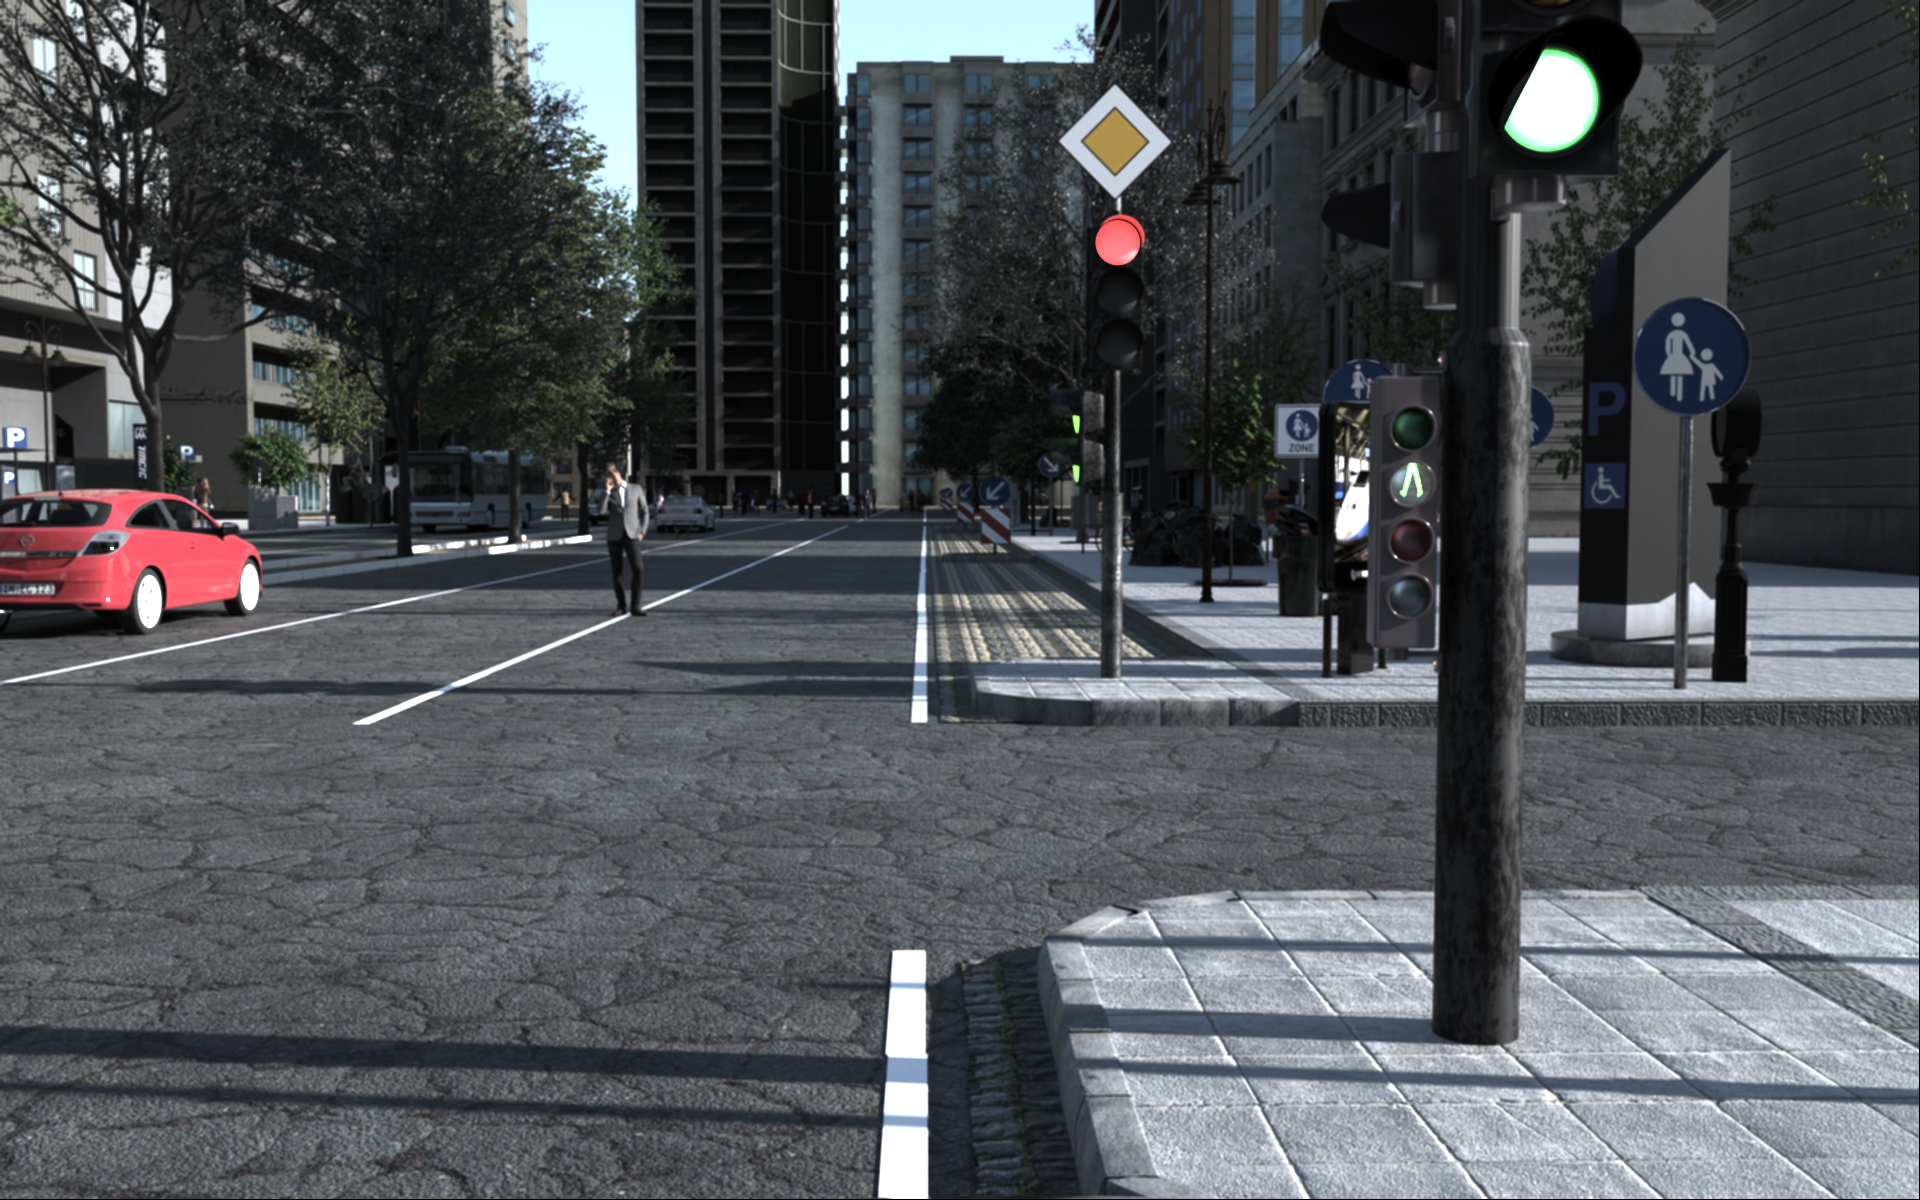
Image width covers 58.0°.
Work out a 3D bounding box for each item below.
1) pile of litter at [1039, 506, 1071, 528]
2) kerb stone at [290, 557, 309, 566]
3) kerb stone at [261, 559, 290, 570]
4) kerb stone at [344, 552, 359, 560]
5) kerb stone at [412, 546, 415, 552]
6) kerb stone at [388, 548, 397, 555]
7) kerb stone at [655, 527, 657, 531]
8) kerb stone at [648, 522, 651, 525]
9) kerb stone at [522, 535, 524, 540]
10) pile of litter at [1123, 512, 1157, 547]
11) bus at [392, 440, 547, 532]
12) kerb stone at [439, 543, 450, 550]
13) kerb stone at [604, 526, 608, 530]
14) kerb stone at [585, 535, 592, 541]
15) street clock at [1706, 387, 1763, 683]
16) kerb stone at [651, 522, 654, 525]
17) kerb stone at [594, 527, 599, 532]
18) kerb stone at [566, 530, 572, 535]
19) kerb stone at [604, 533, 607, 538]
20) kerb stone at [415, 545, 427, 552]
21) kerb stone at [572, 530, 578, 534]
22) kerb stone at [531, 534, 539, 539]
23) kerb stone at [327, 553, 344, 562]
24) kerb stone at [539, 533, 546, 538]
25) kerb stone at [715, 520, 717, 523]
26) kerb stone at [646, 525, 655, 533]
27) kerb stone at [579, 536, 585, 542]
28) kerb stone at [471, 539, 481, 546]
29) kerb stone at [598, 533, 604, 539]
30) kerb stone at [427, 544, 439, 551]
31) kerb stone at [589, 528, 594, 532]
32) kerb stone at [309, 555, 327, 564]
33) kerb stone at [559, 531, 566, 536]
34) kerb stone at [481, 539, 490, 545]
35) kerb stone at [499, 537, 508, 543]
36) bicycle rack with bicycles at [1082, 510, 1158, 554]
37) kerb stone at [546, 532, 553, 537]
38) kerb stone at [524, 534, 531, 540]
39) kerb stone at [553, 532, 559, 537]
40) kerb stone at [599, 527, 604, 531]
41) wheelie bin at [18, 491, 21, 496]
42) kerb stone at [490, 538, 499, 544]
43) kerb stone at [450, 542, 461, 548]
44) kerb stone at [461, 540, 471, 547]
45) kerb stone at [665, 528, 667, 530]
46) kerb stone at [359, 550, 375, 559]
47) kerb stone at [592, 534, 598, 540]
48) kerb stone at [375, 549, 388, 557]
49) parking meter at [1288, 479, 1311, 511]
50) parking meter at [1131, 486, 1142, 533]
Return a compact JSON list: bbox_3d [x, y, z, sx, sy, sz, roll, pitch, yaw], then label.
[{"bbox_3d":[3.754,-3.222,66.650,1.719,0.858,1.176,-2,4,-29],"label":"pile of litter"},{"bbox_3d":[-13.220,-0.747,34.416,0.120,0.150,1.000,0,4,-1],"label":"kerb stone"},{"bbox_3d":[-13.203,-0.684,33.387,0.120,0.150,1.000,0,4,-1],"label":"kerb stone"},{"bbox_3d":[-13.285,-0.933,37.501,0.120,0.150,1.000,0,4,-1],"label":"kerb stone"},{"bbox_3d":[-13.366,-1.188,41.614,0.120,0.150,1.000,0,4,-1],"label":"kerb stone"},{"bbox_3d":[-13.337,-1.125,40.587,0.120,0.150,1.000,0,4,-1],"label":"kerb stone"},{"bbox_3d":[-11.744,-2.694,66.281,0.120,0.150,1.000,0,4,-1],"label":"kerb stone"},{"bbox_3d":[-14.074,-3.385,77.546,0.120,0.150,1.000,0,4,-1],"label":"kerb stone"},{"bbox_3d":[-13.575,-1.878,52.922,0.120,0.150,1.000,0,4,-1],"label":"kerb stone"},{"bbox_3d":[4.488,-1.720,42.081,1.176,0.858,1.719,-2,4,-28],"label":"pile of litter"},{"bbox_3d":[-18.979,-4.472,67.976,2.948,3.499,13.247,0,4,-1],"label":"bus"},{"bbox_3d":[-13.424,-1.375,44.707,0.120,0.150,1.000,0,4,-1],"label":"kerb stone"},{"bbox_3d":[-13.863,-2.757,67.269,0.120,0.150,1.000,0,4,-1],"label":"kerb stone"},{"bbox_3d":[-11.476,-1.880,52.930,0.120,0.150,1.000,0,4,-1],"label":"kerb stone"},{"bbox_3d":[5.281,-0.444,11.833,0.358,2.002,0.471,1,4,12],"label":"street clock"},{"bbox_3d":[-14.099,-3.511,79.598,0.120,0.150,1.000,0,4,-1],"label":"kerb stone"},{"bbox_3d":[-13.831,-2.632,65.221,0.120,0.150,1.000,0,4,-1],"label":"kerb stone"},{"bbox_3d":[-13.725,-2.317,60.106,0.120,0.150,1.000,0,4,-1],"label":"kerb stone"},{"bbox_3d":[-11.547,-2.067,56.010,0.120,0.150,1.000,0,4,-1],"label":"kerb stone"},{"bbox_3d":[-13.382,-1.250,42.649,0.120,0.150,1.000,0,4,-1],"label":"kerb stone"},{"bbox_3d":[-13.750,-2.381,61.128,0.120,0.150,1.000,0,4,-1],"label":"kerb stone"},{"bbox_3d":[-13.625,-2.005,54.984,0.120,0.150,1.000,0,4,-1],"label":"kerb stone"},{"bbox_3d":[-13.262,-0.865,36.468,0.120,0.150,1.000,0,4,-1],"label":"kerb stone"},{"bbox_3d":[-13.647,-2.066,56.006,0.120,0.150,1.000,0,4,-1],"label":"kerb stone"},{"bbox_3d":[-12.138,-3.889,85.783,0.120,0.150,1.000,0,4,-1],"label":"kerb stone"},{"bbox_3d":[-11.729,-2.629,65.249,0.120,0.150,1.000,0,4,-1],"label":"kerb stone"},{"bbox_3d":[-11.465,-1.817,51.908,0.120,0.150,1.000,0,4,-1],"label":"kerb stone"},{"bbox_3d":[-13.486,-1.565,47.790,0.120,0.150,1.000,0,4,-1],"label":"kerb stone"},{"bbox_3d":[-11.532,-2.006,54.987,0.120,0.150,1.000,0,4,-1],"label":"kerb stone"},{"bbox_3d":[-13.408,-1.311,43.681,0.120,0.150,1.000,0,4,-1],"label":"kerb stone"},{"bbox_3d":[-13.808,-2.569,64.199,0.120,0.150,1.000,0,4,-1],"label":"kerb stone"},{"bbox_3d":[-13.242,-0.810,35.443,0.120,0.150,1.000,0,4,-1],"label":"kerb stone"},{"bbox_3d":[-13.703,-2.253,59.076,0.120,0.150,1.000,0,4,-1],"label":"kerb stone"},{"bbox_3d":[-13.500,-1.628,48.816,0.120,0.150,1.000,0,4,-1],"label":"kerb stone"},{"bbox_3d":[-13.547,-1.754,50.873,0.120,0.150,1.000,0,4,-1],"label":"kerb stone"},{"bbox_3d":[4.068,-1.485,37.666,2.852,0.926,2.925,2,4,34],"label":"bicycle rack with bicycles"},{"bbox_3d":[-13.665,-2.127,57.028,0.120,0.150,1.000,0,4,-1],"label":"kerb stone"},{"bbox_3d":[-13.603,-1.942,53.955,0.120,0.150,1.000,0,4,-1],"label":"kerb stone"},{"bbox_3d":[-13.687,-2.187,58.050,0.120,0.150,1.000,0,4,-1],"label":"kerb stone"},{"bbox_3d":[-13.851,-2.690,66.246,0.120,0.150,1.000,0,4,-1],"label":"kerb stone"},{"bbox_3d":[-27.016,-2.517,49.054,0.693,1.594,0.980,0,4,4],"label":"wheelie bin"},{"bbox_3d":[-13.520,-1.690,49.838,0.120,0.150,1.000,0,4,-1],"label":"kerb stone"},{"bbox_3d":[-13.446,-1.440,45.736,0.120,0.150,1.000,0,4,-1],"label":"kerb stone"},{"bbox_3d":[-13.463,-1.499,46.767,0.120,0.150,1.000,0,4,-1],"label":"kerb stone"},{"bbox_3d":[-11.791,-2.822,68.333,0.120,0.150,1.000,0,4,-1],"label":"kerb stone"},{"bbox_3d":[-13.298,-0.999,38.523,0.120,0.150,1.000,0,4,-1],"label":"kerb stone"},{"bbox_3d":[-11.507,-1.942,53.954,0.120,0.150,1.000,0,4,-1],"label":"kerb stone"},{"bbox_3d":[-13.325,-1.061,39.545,0.120,0.150,1.000,0,4,-1],"label":"kerb stone"},{"bbox_3d":[5.758,-1.284,29.397,0.372,1.533,0.369,0,3,0],"label":"parking meter"},{"bbox_3d":[5.794,-2.965,56.889,0.372,1.533,0.369,0,3,0],"label":"parking meter"}]
